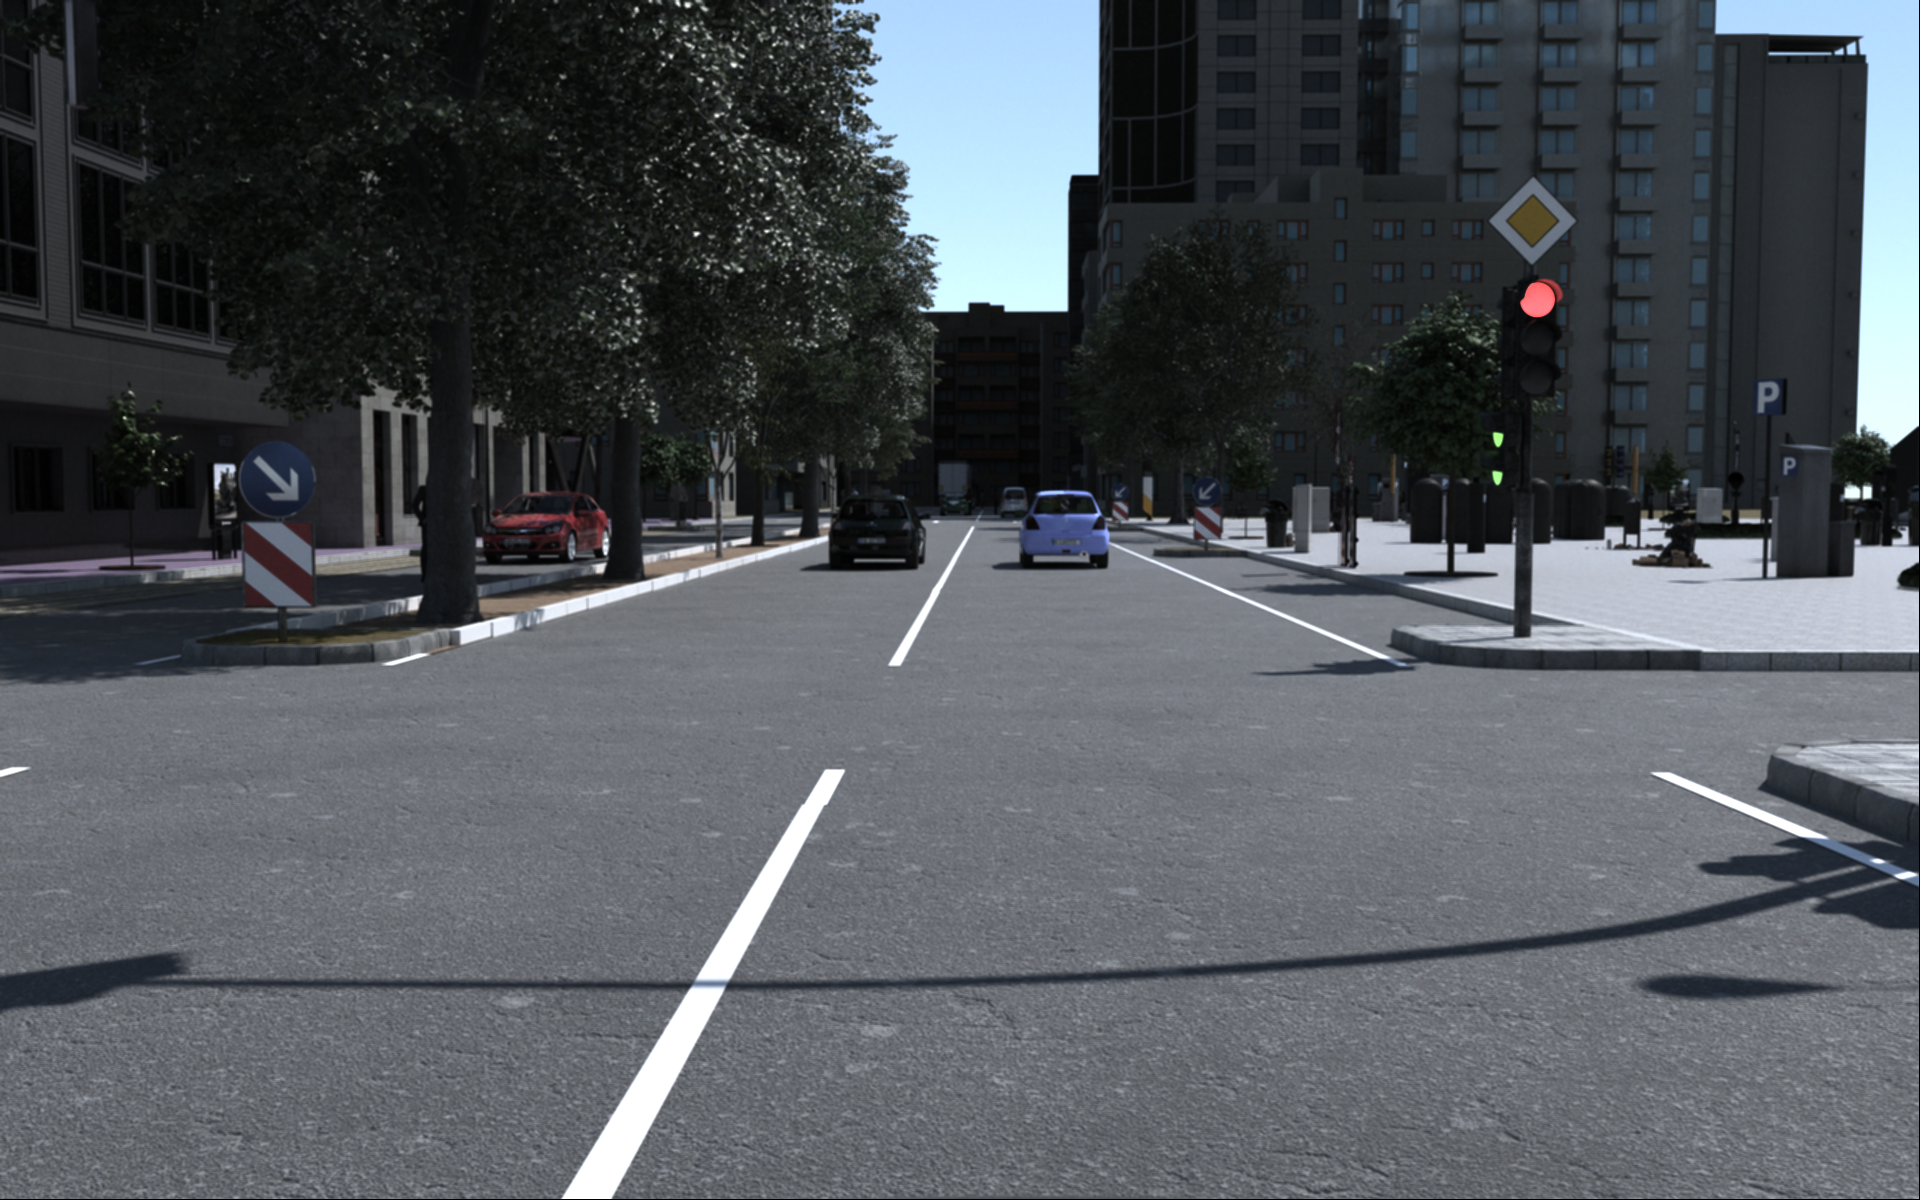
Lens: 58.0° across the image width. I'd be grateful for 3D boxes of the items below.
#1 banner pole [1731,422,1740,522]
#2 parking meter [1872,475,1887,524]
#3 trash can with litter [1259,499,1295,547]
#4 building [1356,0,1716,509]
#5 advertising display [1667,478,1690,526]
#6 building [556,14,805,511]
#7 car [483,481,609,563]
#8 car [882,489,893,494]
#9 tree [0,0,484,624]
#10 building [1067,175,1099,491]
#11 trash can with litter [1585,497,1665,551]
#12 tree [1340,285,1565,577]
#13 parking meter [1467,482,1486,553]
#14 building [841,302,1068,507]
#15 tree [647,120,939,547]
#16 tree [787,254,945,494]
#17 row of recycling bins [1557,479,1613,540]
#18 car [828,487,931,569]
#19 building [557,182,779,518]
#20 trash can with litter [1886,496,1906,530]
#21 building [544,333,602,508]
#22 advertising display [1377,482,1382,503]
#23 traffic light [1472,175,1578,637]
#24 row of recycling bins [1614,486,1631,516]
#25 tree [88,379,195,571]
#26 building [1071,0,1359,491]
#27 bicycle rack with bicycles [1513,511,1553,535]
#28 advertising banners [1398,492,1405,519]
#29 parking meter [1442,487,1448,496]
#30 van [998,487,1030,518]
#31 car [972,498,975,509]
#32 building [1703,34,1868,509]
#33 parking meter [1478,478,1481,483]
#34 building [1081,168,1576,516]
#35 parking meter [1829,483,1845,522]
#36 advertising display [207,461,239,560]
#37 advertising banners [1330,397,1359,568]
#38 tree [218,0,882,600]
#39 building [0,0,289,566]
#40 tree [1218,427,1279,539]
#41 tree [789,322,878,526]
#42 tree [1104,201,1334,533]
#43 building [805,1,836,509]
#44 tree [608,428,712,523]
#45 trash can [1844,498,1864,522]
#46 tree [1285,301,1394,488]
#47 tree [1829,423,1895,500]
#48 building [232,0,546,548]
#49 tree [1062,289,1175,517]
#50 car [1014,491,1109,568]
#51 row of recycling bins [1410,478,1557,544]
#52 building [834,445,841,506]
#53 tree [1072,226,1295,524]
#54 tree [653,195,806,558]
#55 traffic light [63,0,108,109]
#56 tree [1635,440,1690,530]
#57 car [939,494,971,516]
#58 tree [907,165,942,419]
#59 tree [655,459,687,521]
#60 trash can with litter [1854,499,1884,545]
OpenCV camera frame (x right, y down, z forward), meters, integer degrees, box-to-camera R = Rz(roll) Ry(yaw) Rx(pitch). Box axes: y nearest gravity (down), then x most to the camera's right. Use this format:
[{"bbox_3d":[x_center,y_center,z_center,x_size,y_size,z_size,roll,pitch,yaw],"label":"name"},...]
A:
[{"bbox_3d":[26.932,-4.291,60.179,0.401,3.779,0.863,0,4,8],"label":"banner pole"},{"bbox_3d":[27.615,-2.833,52.038,0.399,1.863,0.255,-2,4,-25],"label":"parking meter"},{"bbox_3d":[7.679,-1.859,41.778,0.624,1.170,1.055,2,4,32],"label":"trash can with litter"},{"bbox_3d":[49.484,-32.639,153.252,30.456,49.044,23.786,0,4,1],"label":"building"},{"bbox_3d":[28.974,-3.953,69.844,0.974,1.923,0.123,-1,4,-16],"label":"advertising display"},{"bbox_3d":[-23.328,-30.973,130.111,21.300,48.544,21.600,0,4,1],"label":"building"},{"bbox_3d":[-8.849,-1.722,37.196,2.155,1.783,4.494,0,4,3],"label":"car"},{"bbox_3d":[-6.116,-7.721,134.915,2.281,1.827,5.304,0,4,2],"label":"car"},{"bbox_3d":[-5.700,-6.719,18.970,9.857,13.997,8.962,0,3,0],"label":"tree"},{"bbox_3d":[16.832,-23.699,159.177,14.160,30.474,14.107,0,4,1],"label":"building"},{"bbox_3d":[15.641,-1.763,39.887,1.678,1.210,2.233,-1,4,-16],"label":"trash can with litter"},{"bbox_3d":[7.833,-2.661,27.228,4.285,4.588,4.351,0,3,0],"label":"tree"},{"bbox_3d":[11.283,-1.799,37.823,0.372,1.533,0.369,0,3,0],"label":"parking meter"},{"bbox_3d":[2.968,-20.994,188.285,28.899,21.520,27.650,0,4,1],"label":"building"},{"bbox_3d":[-5.389,-7.244,46.644,9.928,11.665,9.643,0,3,0],"label":"tree"},{"bbox_3d":[-4.582,-9.808,80.952,7.486,12.596,7.792,0,3,0],"label":"tree"},{"bbox_3d":[17.751,-2.613,49.829,1.069,1.692,3.534,1,4,9],"label":"row of recycling bins"},{"bbox_3d":[-1.607,-1.509,34.451,2.009,1.686,4.222,0,4,1],"label":"car"},{"bbox_3d":[-26.682,-15.948,105.791,27.650,21.520,28.899,0,4,1],"label":"building"},{"bbox_3d":[32.619,-3.086,61.517,2.233,1.210,1.678,0,4,2],"label":"trash can with litter"},{"bbox_3d":[-22.565,-12.133,65.830,16.820,18.784,16.811,0,4,1],"label":"building"},{"bbox_3d":[21.820,-5.175,89.825,0.123,1.923,0.974,0,4,0],"label":"advertising display"},{"bbox_3d":[5.037,-1.623,15.456,0.839,4.253,0.868,0,4,1],"label":"traffic light"},{"bbox_3d":[32.337,-4.835,86.168,1.069,1.692,3.534,0,4,-3],"label":"row of recycling bins"},{"bbox_3d":[-14.090,-2.124,29.330,1.663,3.219,1.824,0,3,0],"label":"tree"},{"bbox_3d":[19.911,-42.954,140.548,20.563,71.187,20.611,0,4,1],"label":"building"},{"bbox_3d":[18.109,-2.496,54.200,2.925,0.926,2.852,3,5,42],"label":"bicycle rack with bicycles"},{"bbox_3d":[23.248,-5.646,88.501,2.074,3.025,0.090,2,4,26],"label":"advertising banners"},{"bbox_3d":[15.277,-2.809,54.336,0.372,1.533,0.369,0,3,0],"label":"parking meter"},{"bbox_3d":[3.324,-6.080,106.411,2.013,2.044,4.112,0,4,1],"label":"van"},{"bbox_3d":[0.481,-9.293,164.294,2.083,1.381,4.827,0,4,1],"label":"car"},{"bbox_3d":[71.840,-29.009,157.890,14.086,41.232,14.154,0,4,1],"label":"building"},{"bbox_3d":[18.483,-3.456,62.212,0.399,1.863,0.255,2,4,32],"label":"parking meter"},{"bbox_3d":[22.806,-16.652,117.298,27.650,21.520,28.899,0,4,1],"label":"building"},{"bbox_3d":[20.637,-1.983,40.838,0.372,1.533,0.369,0,3,0],"label":"parking meter"},{"bbox_3d":[-14.468,-1.762,34.024,0.123,1.923,0.974,0,4,4],"label":"advertising display"},{"bbox_3d":[6.853,-2.116,30.784,0.090,3.025,2.074,0,4,2],"label":"advertising banners"},{"bbox_3d":[-5.671,-7.327,28.909,9.857,13.997,8.962,0,3,0],"label":"tree"},{"bbox_3d":[-22.504,-14.328,27.766,14.314,27.812,24.014,0,4,1],"label":"building"},{"bbox_3d":[8.127,-3.374,49.773,1.663,3.219,1.824,0,3,0],"label":"tree"},{"bbox_3d":[-4.785,-6.864,65.052,4.360,8.622,3.978,0,3,0],"label":"tree"},{"bbox_3d":[8.289,-7.458,56.348,8.767,10.594,7.601,2,4,35],"label":"tree"},{"bbox_3d":[-22.485,-43.893,155.895,20.611,71.187,20.563,0,4,1],"label":"building"},{"bbox_3d":[-14.282,-5.763,77.931,4.285,4.588,4.351,0,3,0],"label":"tree"},{"bbox_3d":[30.070,-2.863,58.458,0.748,1.137,0.748,0,3,0],"label":"trash can"},{"bbox_3d":[14.375,-7.030,65.311,4.360,8.622,3.978,0,3,0],"label":"tree"},{"bbox_3d":[41.354,-5.858,79.490,4.285,4.588,4.351,0,3,0],"label":"tree"},{"bbox_3d":[-19.118,-11.868,48.787,10.420,20.320,16.860,0,4,1],"label":"building"},{"bbox_3d":[9.181,-10.923,96.721,7.486,12.596,7.792,0,3,0],"label":"tree"},{"bbox_3d":[2.051,-1.540,34.771,1.945,1.707,3.694,0,4,1],"label":"car"},{"bbox_3d":[13.614,-2.335,45.296,3.534,1.692,1.069,1,4,12],"label":"row of recycling bins"},{"bbox_3d":[-27.002,-21.026,188.812,28.899,21.520,27.650,0,4,1],"label":"building"},{"bbox_3d":[9.491,-9.624,74.358,9.611,12.733,9.660,0,3,0],"label":"tree"},{"bbox_3d":[-5.356,-5.228,38.301,4.737,8.622,4.395,0,3,0],"label":"tree"},{"bbox_3d":[-10.229,-2.513,15.756,4.771,5.953,1.251,0,4,1],"label":"traffic light"},{"bbox_3d":[25.164,-4.098,61.599,1.663,3.219,1.824,0,3,0],"label":"tree"},{"bbox_3d":[-0.334,-6.180,112.842,2.131,1.459,4.920,0,4,2],"label":"car"},{"bbox_3d":[-5.019,-9.065,57.329,9.857,13.997,8.962,0,3,0],"label":"tree"},{"bbox_3d":[-13.629,-5.364,82.302,1.663,3.219,1.824,0,3,0],"label":"tree"},{"bbox_3d":[22.929,-1.971,43.617,0.624,1.170,1.055,3,4,36],"label":"trash can with litter"}]
